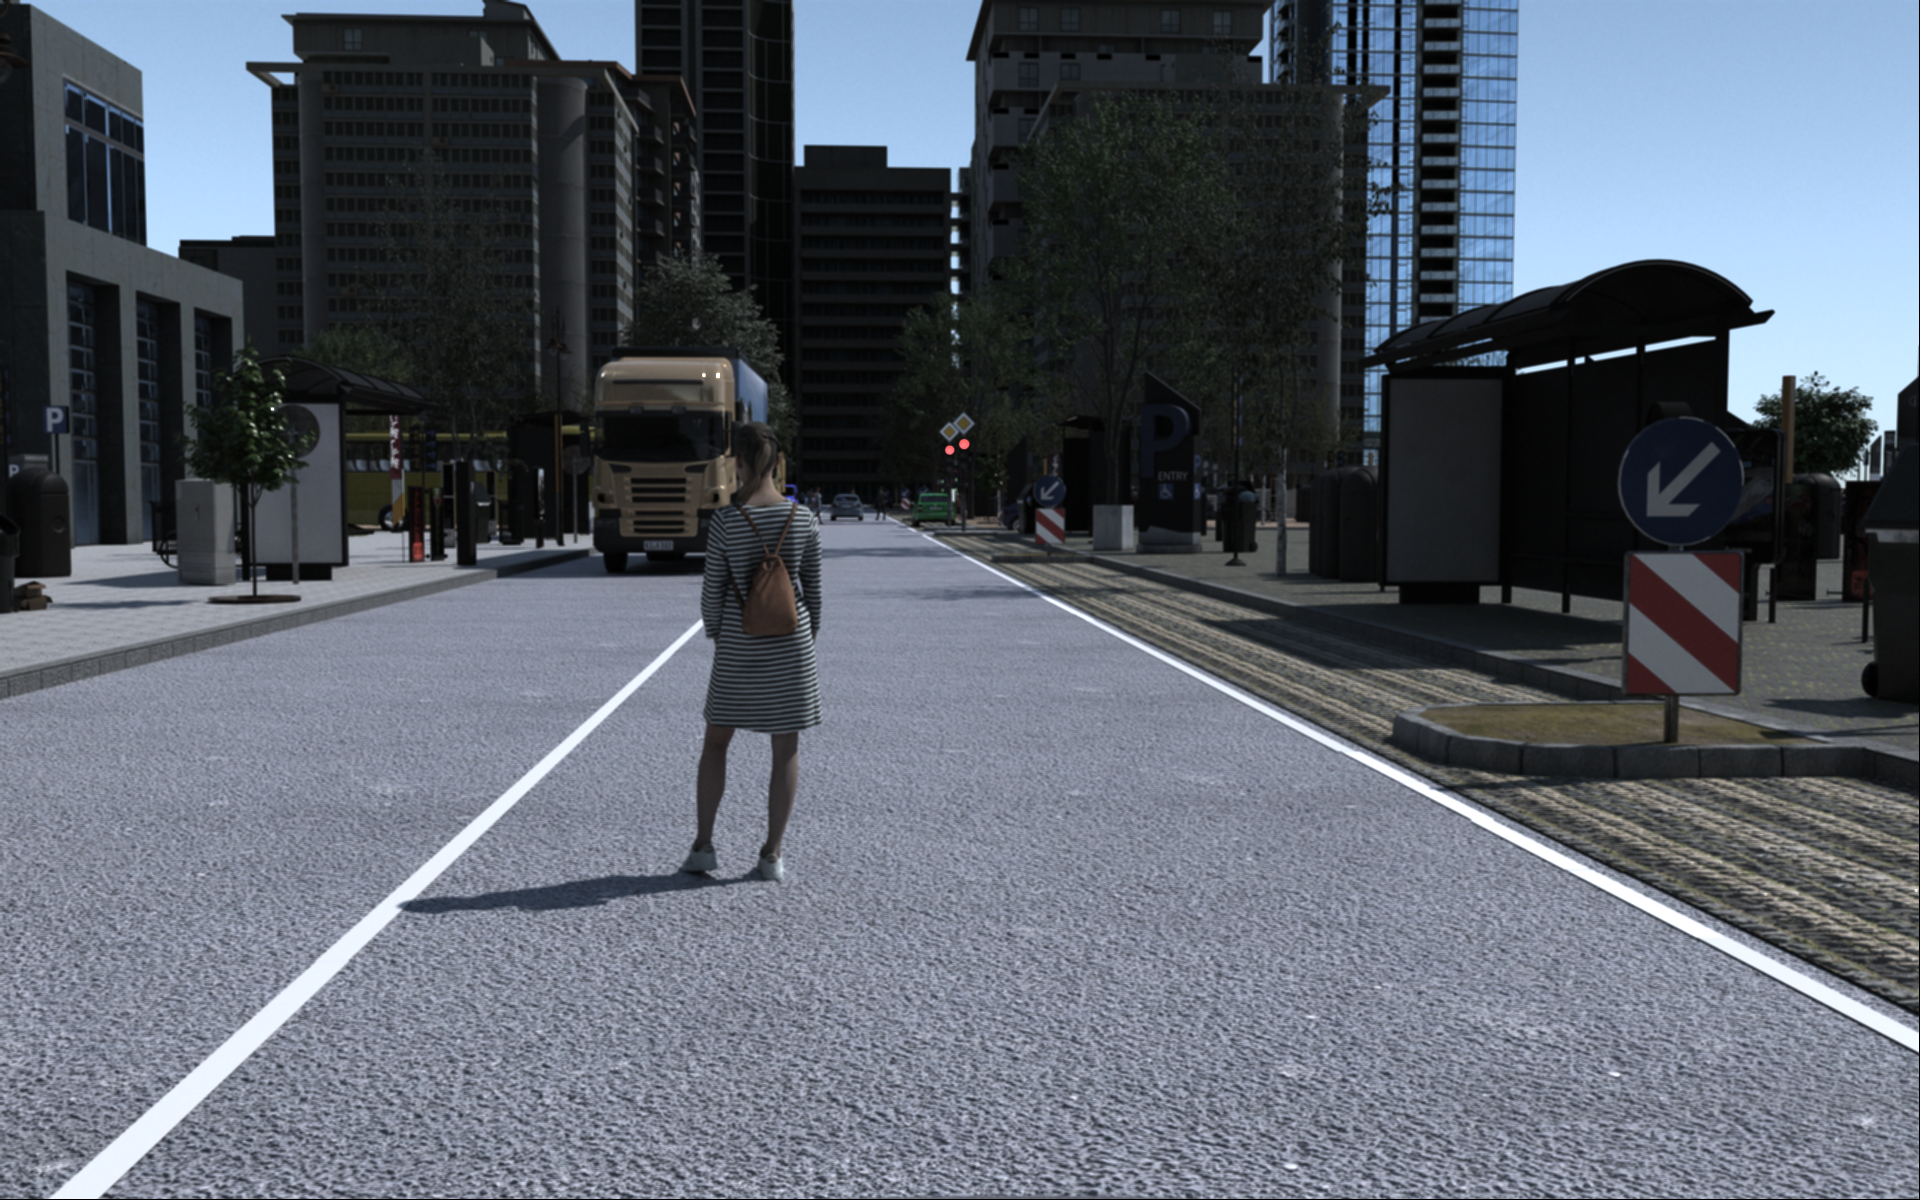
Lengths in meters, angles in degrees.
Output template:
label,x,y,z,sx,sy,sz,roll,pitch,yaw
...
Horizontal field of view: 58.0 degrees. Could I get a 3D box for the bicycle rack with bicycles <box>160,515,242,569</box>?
label,x,y,z,sx,sy,sz,roll,pitch,yaw
bicycle rack with bicycles,-13.012,-1.093,31.249,2.925,0.926,2.852,-2,4,-32

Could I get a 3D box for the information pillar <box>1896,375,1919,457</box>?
label,x,y,z,sx,sy,sz,roll,pitch,yaw
information pillar,18.310,-2.571,33.383,0.183,3.616,0.504,-3,4,-37

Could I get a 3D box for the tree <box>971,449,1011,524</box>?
label,x,y,z,sx,sy,sz,roll,pitch,yaw
tree,1.377,-4.922,75.082,1.663,3.219,1.824,0,3,0

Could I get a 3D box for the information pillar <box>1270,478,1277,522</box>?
label,x,y,z,sx,sy,sz,roll,pitch,yaw
information pillar,14.442,-4.581,79.395,0.304,2.012,0.304,-3,5,-43

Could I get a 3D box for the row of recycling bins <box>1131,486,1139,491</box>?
label,x,y,z,sx,sy,sz,roll,pitch,yaw
row of recycling bins,8.856,-5.107,90.612,1.069,1.692,3.534,-1,4,-15

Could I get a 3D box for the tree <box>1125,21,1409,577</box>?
label,x,y,z,sx,sy,sz,roll,pitch,yaw
tree,4.749,-4.666,26.654,4.360,8.622,3.978,0,3,0

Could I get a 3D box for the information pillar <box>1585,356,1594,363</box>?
label,x,y,z,sx,sy,sz,roll,pitch,yaw
information pillar,10.591,-2.291,28.810,0.504,3.616,0.183,2,4,32

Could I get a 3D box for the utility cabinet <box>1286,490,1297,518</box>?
label,x,y,z,sx,sy,sz,roll,pitch,yaw
utility cabinet,17.652,-5.090,91.894,1.173,1.500,0.318,1,4,12

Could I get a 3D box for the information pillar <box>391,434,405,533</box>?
label,x,y,z,sx,sy,sz,roll,pitch,yaw
information pillar,-18.560,-4.023,57.133,0.504,3.616,0.183,2,4,28

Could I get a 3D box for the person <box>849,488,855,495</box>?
label,x,y,z,sx,sy,sz,roll,pitch,yaw
person,-7.330,-6.734,118.560,0.622,1.834,0.822,2,4,27

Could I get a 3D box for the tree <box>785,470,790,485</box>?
label,x,y,z,sx,sy,sz,roll,pitch,yaw
tree,-20.059,-12.483,187.816,4.285,4.588,4.351,0,3,0

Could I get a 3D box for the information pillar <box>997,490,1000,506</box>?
label,x,y,z,sx,sy,sz,roll,pitch,yaw
information pillar,2.680,-7.348,124.634,0.304,2.012,0.304,-3,5,-39

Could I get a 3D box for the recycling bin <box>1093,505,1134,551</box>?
label,x,y,z,sx,sy,sz,roll,pitch,yaw
recycling bin,3.488,-1.642,39.398,0.722,1.027,0.722,2,4,29

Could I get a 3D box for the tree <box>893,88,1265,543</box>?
label,x,y,z,sx,sy,sz,roll,pitch,yaw
tree,4.011,-7.286,44.881,9.928,11.665,9.643,0,3,0

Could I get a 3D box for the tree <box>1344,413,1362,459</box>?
label,x,y,z,sx,sy,sz,roll,pitch,yaw
tree,23.816,-9.956,113.150,4.737,8.622,4.395,0,3,0

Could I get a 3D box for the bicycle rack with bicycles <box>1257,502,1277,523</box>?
label,x,y,z,sx,sy,sz,roll,pitch,yaw
bicycle rack with bicycles,12.985,-3.930,77.642,2.925,0.926,2.852,-1,4,-14

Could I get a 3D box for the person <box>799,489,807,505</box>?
label,x,y,z,sx,sy,sz,roll,pitch,yaw
person,-13.327,-8.475,147.044,1.348,1.826,0.705,3,4,36

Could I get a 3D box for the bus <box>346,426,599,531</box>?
label,x,y,z,sx,sy,sz,roll,pitch,yaw
bus,-17.268,-4.338,62.468,12.252,3.916,2.896,0,4,-5

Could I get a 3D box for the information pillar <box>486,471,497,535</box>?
label,x,y,z,sx,sy,sz,roll,pitch,yaw
information pillar,-14.658,-3.038,54.168,0.304,2.012,0.304,-1,4,-11

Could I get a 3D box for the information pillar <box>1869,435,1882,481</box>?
label,x,y,z,sx,sy,sz,roll,pitch,yaw
information pillar,36.554,-4.760,69.184,0.504,3.616,0.183,-1,4,-19

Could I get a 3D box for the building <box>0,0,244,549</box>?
label,x,y,z,sx,sy,sz,roll,pitch,yaw
building,-36.356,-44.357,37.909,31.000,86.520,22.319,0,4,-4

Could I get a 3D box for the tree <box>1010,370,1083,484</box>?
label,x,y,z,sx,sy,sz,roll,pitch,yaw
tree,5.460,-9.340,103.067,4.737,8.622,4.395,0,3,0

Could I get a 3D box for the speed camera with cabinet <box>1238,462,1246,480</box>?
label,x,y,z,sx,sy,sz,roll,pitch,yaw
speed camera with cabinet,17.952,-6.857,106.449,2.038,3.252,0.660,3,4,39

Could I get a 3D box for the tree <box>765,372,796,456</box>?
label,x,y,z,sx,sy,sz,roll,pitch,yaw
tree,-17.445,-13.222,141.935,9.928,11.665,9.643,0,3,0

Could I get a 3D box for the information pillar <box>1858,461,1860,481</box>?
label,x,y,z,sx,sy,sz,roll,pitch,yaw
information pillar,62.597,-7.908,120.657,0.183,3.616,0.504,2,4,35

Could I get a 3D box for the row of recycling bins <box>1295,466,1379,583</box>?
label,x,y,z,sx,sy,sz,roll,pitch,yaw
row of recycling bins,6.024,-1.199,26.711,1.069,1.692,3.534,0,4,2

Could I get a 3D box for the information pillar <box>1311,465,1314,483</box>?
label,x,y,z,sx,sy,sz,roll,pitch,yaw
information pillar,28.380,-9.061,139.502,0.183,3.616,0.504,0,4,-2

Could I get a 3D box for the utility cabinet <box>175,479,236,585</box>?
label,x,y,z,sx,sy,sz,roll,pitch,yaw
utility cabinet,-10.697,-0.969,24.518,1.173,1.500,0.318,3,5,42

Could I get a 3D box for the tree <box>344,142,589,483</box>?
label,x,y,z,sx,sy,sz,roll,pitch,yaw
tree,-10.578,-5.260,36.356,4.360,8.622,3.978,0,3,0

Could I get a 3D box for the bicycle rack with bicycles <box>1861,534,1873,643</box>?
label,x,y,z,sx,sy,sz,roll,pitch,yaw
bicycle rack with bicycles,8.817,-0.081,14.707,2.925,0.926,2.852,-2,4,-34

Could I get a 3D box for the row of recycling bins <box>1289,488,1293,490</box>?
label,x,y,z,sx,sy,sz,roll,pitch,yaw
row of recycling bins,16.266,-4.440,79.707,1.069,1.692,3.534,0,4,-5

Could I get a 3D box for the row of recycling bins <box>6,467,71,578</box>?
label,x,y,z,sx,sy,sz,roll,pitch,yaw
row of recycling bins,-15.265,-1.150,25.908,3.534,1.692,1.069,-3,5,-41

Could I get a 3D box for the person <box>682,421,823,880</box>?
label,x,y,z,sx,sy,sz,roll,pitch,yaw
person,-0.751,0.185,6.478,0.512,1.701,0.522,-2,4,-23

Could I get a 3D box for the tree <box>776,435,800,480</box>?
label,x,y,z,sx,sy,sz,roll,pitch,yaw
tree,-20.837,-15.372,201.686,4.360,8.622,3.978,0,3,0

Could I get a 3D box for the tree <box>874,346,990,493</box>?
label,x,y,z,sx,sy,sz,roll,pitch,yaw
tree,-2.111,-13.233,133.374,9.611,12.733,9.660,0,3,0

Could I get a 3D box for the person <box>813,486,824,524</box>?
label,x,y,z,sx,sy,sz,roll,pitch,yaw
person,-6.816,-4.511,82.347,0.778,1.811,0.616,2,4,26

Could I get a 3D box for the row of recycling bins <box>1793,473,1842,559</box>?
label,x,y,z,sx,sy,sz,roll,pitch,yaw
row of recycling bins,17.177,-1.748,35.690,1.069,1.692,3.534,0,4,7

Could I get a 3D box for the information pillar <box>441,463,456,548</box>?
label,x,y,z,sx,sy,sz,roll,pitch,yaw
information pillar,-12.144,-2.241,41.129,0.304,2.012,0.304,-1,4,-17

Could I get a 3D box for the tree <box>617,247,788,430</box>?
label,x,y,z,sx,sy,sz,roll,pitch,yaw
tree,-13.075,-11.168,89.259,9.857,13.997,8.962,0,3,0

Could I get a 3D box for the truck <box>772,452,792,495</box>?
label,x,y,z,sx,sy,sz,roll,pitch,yaw
truck,-8.979,-4.860,75.382,3.469,3.379,9.791,0,4,-5

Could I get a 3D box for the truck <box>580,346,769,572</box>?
label,x,y,z,sx,sy,sz,roll,pitch,yaw
truck,-5.499,-2.833,35.230,2.839,4.237,11.283,0,4,-2

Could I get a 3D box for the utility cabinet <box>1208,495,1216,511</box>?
label,x,y,z,sx,sy,sz,roll,pitch,yaw
utility cabinet,14.141,-5.384,99.188,1.020,1.237,0.306,1,4,15

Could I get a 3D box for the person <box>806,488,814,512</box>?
label,x,y,z,sx,sy,sz,roll,pitch,yaw
person,-10.439,-6.844,120.197,0.655,1.846,0.447,-1,4,-12

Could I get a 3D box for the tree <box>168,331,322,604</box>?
label,x,y,z,sx,sy,sz,roll,pitch,yaw
tree,-8.350,-1.596,20.695,1.663,3.219,1.824,0,3,0

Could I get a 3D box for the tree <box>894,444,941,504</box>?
label,x,y,z,sx,sy,sz,roll,pitch,yaw
tree,-2.861,-11.783,143.012,4.737,8.622,4.395,0,3,0

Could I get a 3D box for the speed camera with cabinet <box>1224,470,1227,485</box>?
label,x,y,z,sx,sy,sz,roll,pitch,yaw
speed camera with cabinet,20.887,-8.439,132.314,2.038,3.252,0.660,2,4,31

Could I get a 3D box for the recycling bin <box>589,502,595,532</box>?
label,x,y,z,sx,sy,sz,roll,pitch,yaw
recycling bin,-12.749,-2.789,58.153,0.722,1.027,0.722,1,4,20

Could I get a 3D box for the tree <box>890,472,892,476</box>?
label,x,y,z,sx,sy,sz,roll,pitch,yaw
tree,-7.817,-16.345,217.610,4.737,8.622,4.395,0,3,0

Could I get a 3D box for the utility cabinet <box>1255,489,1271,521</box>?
label,x,y,z,sx,sy,sz,roll,pitch,yaw
utility cabinet,14.301,-4.485,82.007,1.173,1.500,0.318,2,4,29

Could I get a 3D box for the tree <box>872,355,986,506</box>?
label,x,y,z,sx,sy,sz,roll,pitch,yaw
tree,-1.717,-10.834,111.553,7.601,10.594,8.767,1,4,19

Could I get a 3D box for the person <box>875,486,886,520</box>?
label,x,y,z,sx,sy,sz,roll,pitch,yaw
person,-4.359,-5.302,94.966,0.659,1.850,0.755,-3,4,-39

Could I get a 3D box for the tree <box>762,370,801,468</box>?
label,x,y,z,sx,sy,sz,roll,pitch,yaw
tree,-18.227,-14.571,156.368,7.486,12.596,7.792,0,3,0

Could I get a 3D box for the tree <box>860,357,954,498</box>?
label,x,y,z,sx,sy,sz,roll,pitch,yaw
tree,-3.898,-14.974,155.199,12.009,13.543,11.850,0,3,0
